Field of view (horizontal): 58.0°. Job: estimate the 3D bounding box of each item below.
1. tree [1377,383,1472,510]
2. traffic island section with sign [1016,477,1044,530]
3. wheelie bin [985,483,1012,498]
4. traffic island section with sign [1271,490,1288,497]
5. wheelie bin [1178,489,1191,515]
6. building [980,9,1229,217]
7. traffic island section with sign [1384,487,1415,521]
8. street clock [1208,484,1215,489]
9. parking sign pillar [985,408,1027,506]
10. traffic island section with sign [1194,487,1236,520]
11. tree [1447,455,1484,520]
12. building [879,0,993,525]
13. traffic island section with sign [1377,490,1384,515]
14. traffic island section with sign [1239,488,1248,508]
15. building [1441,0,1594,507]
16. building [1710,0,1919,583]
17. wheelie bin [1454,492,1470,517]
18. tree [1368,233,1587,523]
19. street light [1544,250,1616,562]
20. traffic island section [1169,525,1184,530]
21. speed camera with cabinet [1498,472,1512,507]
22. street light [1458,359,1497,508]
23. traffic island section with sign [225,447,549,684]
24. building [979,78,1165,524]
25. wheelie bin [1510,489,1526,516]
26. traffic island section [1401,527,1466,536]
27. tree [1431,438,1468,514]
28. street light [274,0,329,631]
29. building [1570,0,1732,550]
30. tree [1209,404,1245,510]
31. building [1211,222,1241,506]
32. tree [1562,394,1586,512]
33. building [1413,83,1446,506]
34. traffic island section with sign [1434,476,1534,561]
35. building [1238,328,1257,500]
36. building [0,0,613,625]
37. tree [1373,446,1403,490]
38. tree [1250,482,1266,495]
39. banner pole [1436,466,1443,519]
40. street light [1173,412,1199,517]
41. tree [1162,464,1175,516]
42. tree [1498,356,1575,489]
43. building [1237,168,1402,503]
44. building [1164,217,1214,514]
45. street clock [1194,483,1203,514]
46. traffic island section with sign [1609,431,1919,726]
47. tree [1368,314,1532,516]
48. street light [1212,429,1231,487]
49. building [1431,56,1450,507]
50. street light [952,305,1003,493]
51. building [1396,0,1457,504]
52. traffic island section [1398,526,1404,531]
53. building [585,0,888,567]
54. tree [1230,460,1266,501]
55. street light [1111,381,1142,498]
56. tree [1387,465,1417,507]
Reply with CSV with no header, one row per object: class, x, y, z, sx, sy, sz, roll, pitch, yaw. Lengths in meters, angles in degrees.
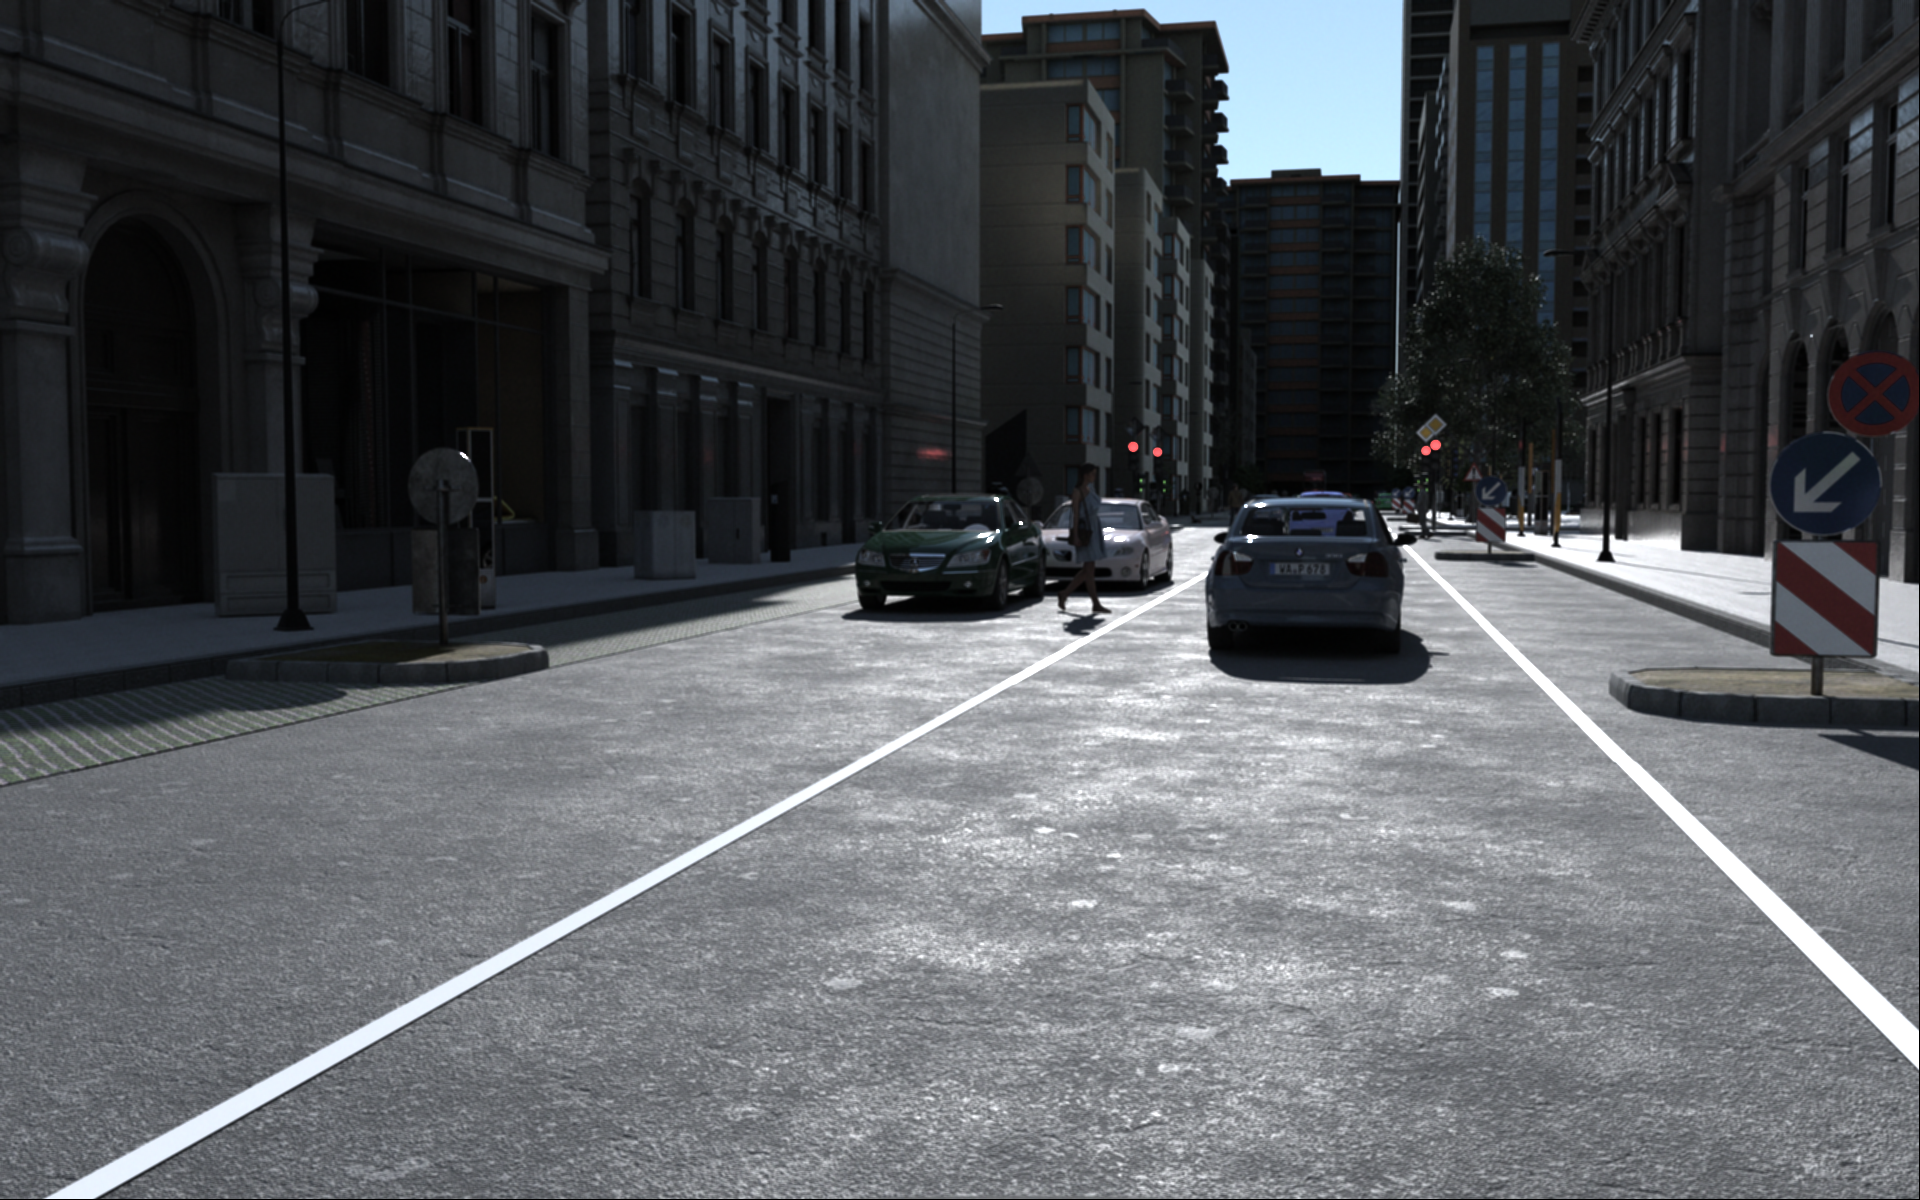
tree,38.123,-13.190,141.405,9.928,11.665,9.643,0,3,0
traffic island section with sign,1.605,-1.959,40.651,1.989,1.847,2.006,1,4,13
wheelie bin,1.025,-2.461,48.153,0.693,1.594,0.980,2,4,29
traffic island section with sign,30.880,-9.854,169.732,1.989,1.847,2.006,1,4,13
wheelie bin,13.672,-5.958,105.316,0.693,1.594,0.980,-1,4,-10
building,13.238,-30.989,161.293,22.147,44.769,28.867,1,4,13
traffic island section with sign,23.877,-5.141,92.680,1.989,1.847,2.006,1,4,13
street clock,18.992,-7.721,130.815,0.471,2.002,0.358,0,3,0
parking sign pillar,1.447,-4.048,54.664,1.447,3.967,1.447,0,4,1
traffic island section with sign,13.836,-5.257,94.583,1.989,1.847,2.006,1,4,13
tree,24.987,-5.566,85.607,1.663,3.219,1.824,0,3,0
building,-16.868,-14.572,57.344,34.723,24.649,14.460,1,4,13
traffic island section with sign,29.897,-6.765,119.227,1.989,1.847,2.006,1,4,13
traffic island section with sign,19.830,-6.876,121.043,1.989,1.847,2.006,1,4,13
building,49.848,-30.621,150.760,14.600,45.320,14.200,1,4,13
building,19.716,-11.184,24.663,13.314,21.916,24.055,1,4,13
wheelie bin,27.962,-5.414,96.420,0.980,1.594,0.693,-3,5,-42
tree,22.924,-9.740,76.263,9.611,12.733,9.660,0,3,0
street light,11.793,-3.697,32.987,1.470,5.913,1.316,1,4,13
traffic island section,8.038,-2.952,70.543,2.009,0.180,2.903,1,4,13
speed camera with cabinet,41.158,-8.352,130.896,0.660,3.252,2.038,-1,4,-9
street light,17.843,-5.327,59.641,1.470,5.913,1.316,1,4,13
traffic island section with sign,-4.446,-0.326,13.956,1.989,1.847,2.006,1,4,13
building,-5.004,-14.943,89.352,27.650,21.520,28.899,1,4,13
wheelie bin,32.614,-5.705,101.190,0.980,1.594,0.693,-1,4,-15
traffic island section,16.553,-2.333,60.428,2.009,0.180,2.903,1,4,13
tree,31.556,-10.002,113.895,4.360,8.622,3.978,0,3,0
street light,-5.768,-2.662,16.057,1.470,5.913,1.316,1,4,13
building,23.058,-11.140,46.765,10.561,19.102,19.286,1,4,13
tree,21.094,-11.636,140.607,4.360,8.622,3.978,0,3,0
building,21.848,-25.081,181.775,14.160,30.474,14.107,1,4,13
tree,43.021,-10.503,122.085,4.360,8.622,3.978,0,3,0
building,63.345,-35.085,197.343,21.300,48.544,21.600,1,4,13
traffic island section with sign,11.483,-1.799,38.036,1.989,1.847,2.006,1,4,13
building,19.865,-22.095,206.300,28.899,21.520,27.650,1,4,13
building,-14.855,-9.766,10.579,10.553,20.767,40.483,1,4,13
tree,53.915,-16.256,216.145,4.737,8.622,4.395,0,3,0
tree,34.005,-12.277,195.334,1.663,3.219,1.824,0,3,0
banner pole,25.140,-6.156,90.663,0.401,3.779,0.863,1,4,17
street light,12.799,-7.683,98.160,1.470,5.913,1.316,1,4,13
tree,12.230,-6.641,103.175,1.663,3.219,1.824,0,3,0
tree,28.632,-8.298,86.040,4.737,8.622,4.395,0,3,0
building,44.980,-35.582,236.385,28.867,44.769,22.147,1,4,13
building,3.234,-17.138,125.252,27.650,21.520,28.899,1,4,13
street clock,14.991,-6.381,108.903,0.471,2.002,0.358,-1,4,-22
traffic island section with sign,5.534,-0.191,11.743,1.989,1.847,2.006,1,4,13
tree,29.680,-11.792,103.165,12.009,13.543,11.850,0,3,0
street light,18.773,-9.306,124.699,1.470,5.913,1.316,1,4,13
building,58.826,-33.767,171.702,23.786,49.044,30.456,1,4,13
street light,0.373,-4.298,42.815,1.470,5.913,1.316,1,4,13
building,69.388,-48.508,231.359,20.611,71.187,20.563,1,4,13
traffic island section,18.318,-2.809,68.216,2.009,0.180,2.903,1,4,13
building,-8.599,-11.635,39.390,9.793,20.994,18.267,1,4,13
tree,27.725,-11.195,166.747,4.285,4.588,4.351,0,3,0
street light,6.823,-6.060,71.621,1.470,5.913,1.316,1,4,13
tree,43.724,-11.488,171.535,4.285,4.588,4.351,0,3,0
